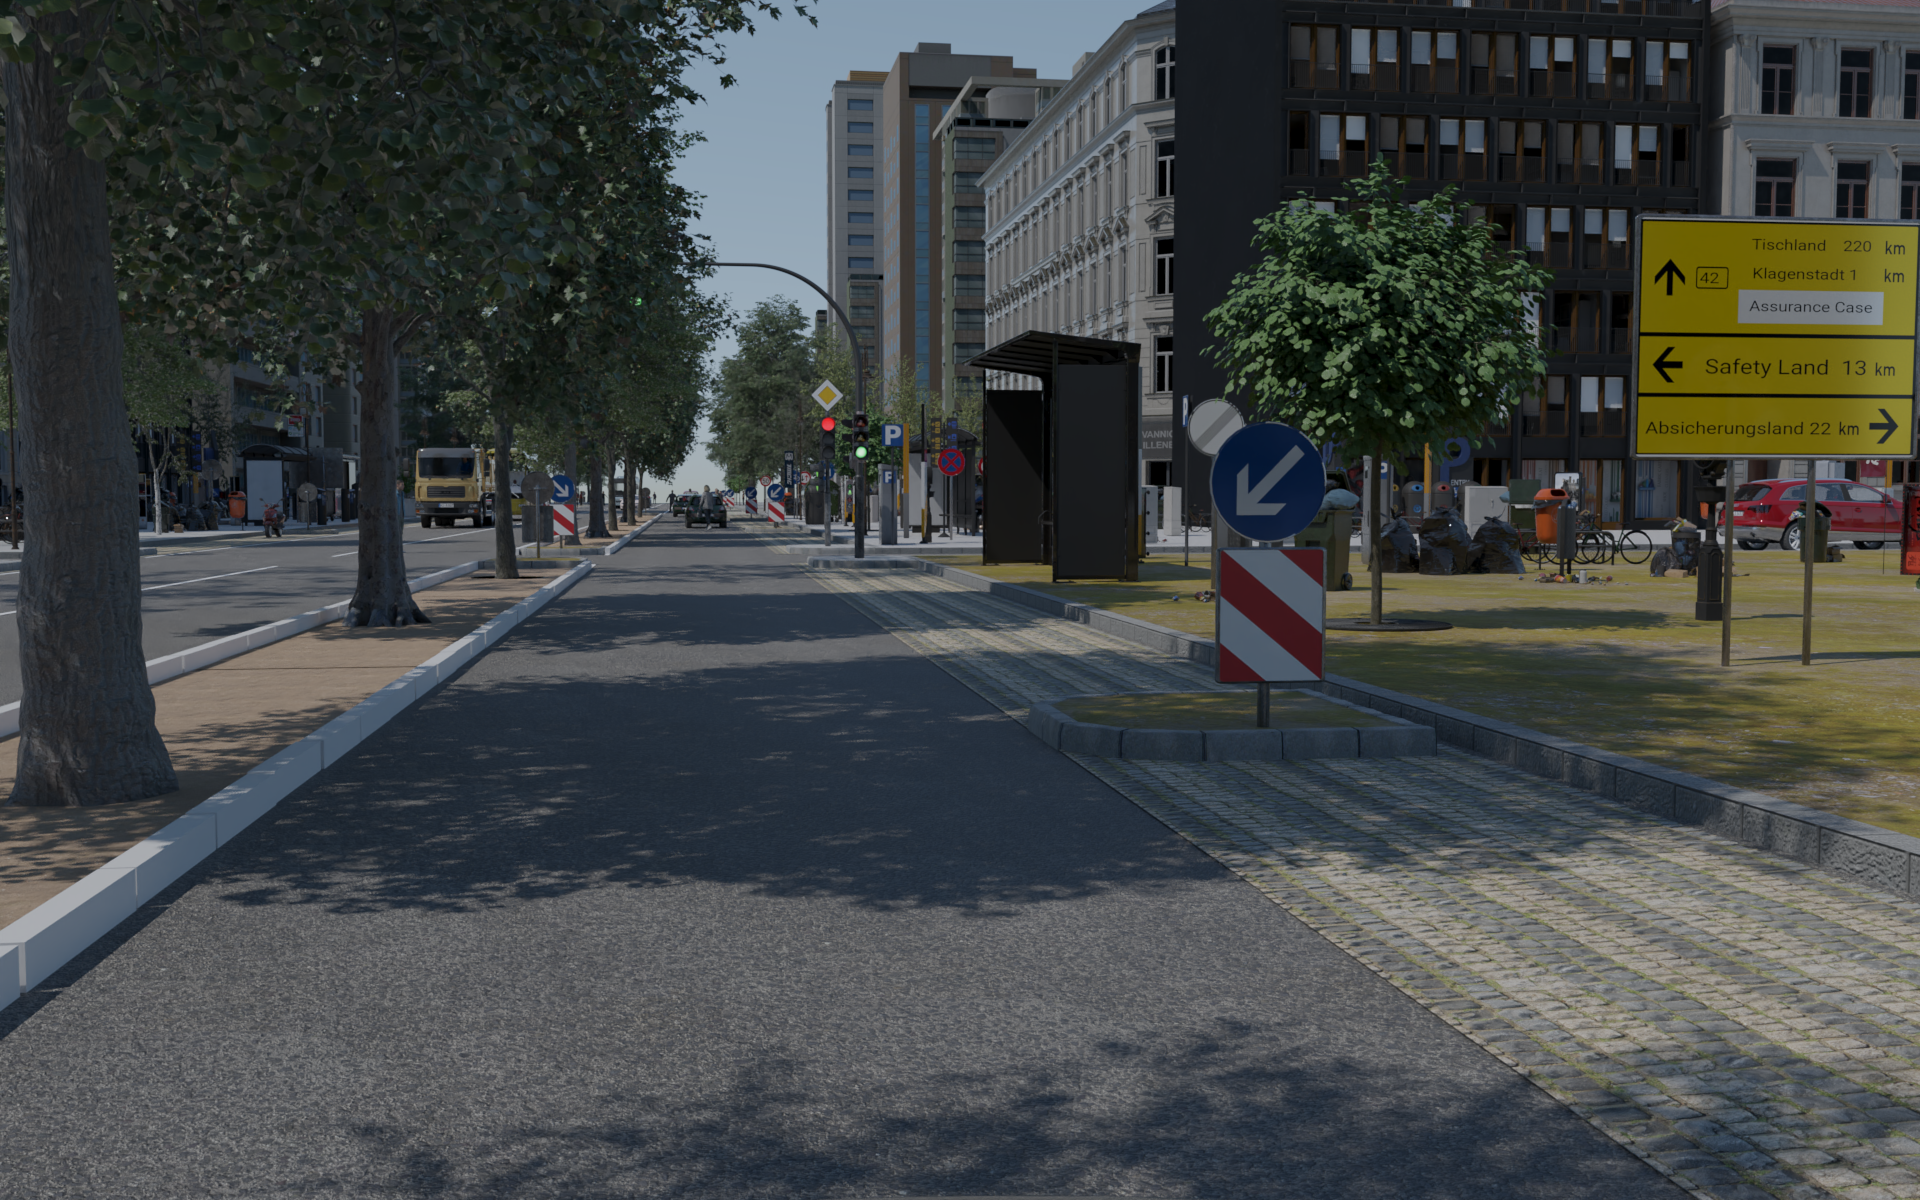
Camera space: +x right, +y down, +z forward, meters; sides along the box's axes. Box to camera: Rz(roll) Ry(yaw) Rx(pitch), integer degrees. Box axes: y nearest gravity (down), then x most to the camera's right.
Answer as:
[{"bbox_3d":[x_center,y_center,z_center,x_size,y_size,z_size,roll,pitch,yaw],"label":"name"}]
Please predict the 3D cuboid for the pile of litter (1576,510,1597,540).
[{"bbox_3d":[17.251,-2.121,48.646,1.719,0.858,1.176,-3,4,-38],"label":"pile of litter"}]

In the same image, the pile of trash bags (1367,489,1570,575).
[{"bbox_3d":[8.563,-1.147,28.504,3.447,1.369,1.912,-1,4,-21],"label":"pile of trash bags"}]

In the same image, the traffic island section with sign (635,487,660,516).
[{"bbox_3d":[-20.983,-6.566,115.497,2.006,1.907,1.989,-1,4,-9],"label":"traffic island section with sign"}]

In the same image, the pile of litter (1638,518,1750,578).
[{"bbox_3d":[11.537,-0.798,27.010,1.719,0.858,1.176,0,4,-3],"label":"pile of litter"}]

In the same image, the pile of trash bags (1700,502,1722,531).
[{"bbox_3d":[26.490,-3.003,58.844,3.447,1.369,1.912,-2,4,-24],"label":"pile of trash bags"}]

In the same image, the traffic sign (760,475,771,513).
[{"bbox_3d":[-13.192,-7.186,117.597,0.768,2.556,0.104,0,4,-7],"label":"traffic sign"}]

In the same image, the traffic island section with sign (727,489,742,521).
[{"bbox_3d":[-11.193,-5.085,91.769,1.989,1.847,2.006,-1,4,-9],"label":"traffic island section with sign"}]

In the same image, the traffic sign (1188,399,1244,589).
[{"bbox_3d":[3.424,-1.418,23.285,0.768,2.556,0.104,0,4,-4],"label":"traffic sign"}]

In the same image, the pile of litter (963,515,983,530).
[{"bbox_3d":[0.807,-2.949,62.173,1.176,0.858,1.719,-2,4,-24],"label":"pile of litter"}]

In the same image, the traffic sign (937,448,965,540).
[{"bbox_3d":[-0.244,-2.937,48.127,0.768,2.556,0.104,0,4,-2],"label":"traffic sign"}]

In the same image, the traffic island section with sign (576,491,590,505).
[{"bbox_3d":[-47.794,-12.921,219.888,1.989,1.847,2.006,-1,4,-9],"label":"traffic island section with sign"}]

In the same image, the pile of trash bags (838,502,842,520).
[{"bbox_3d":[-4.994,-4.653,85.834,1.912,1.369,3.447,-1,4,-11],"label":"pile of trash bags"}]

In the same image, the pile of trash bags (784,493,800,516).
[{"bbox_3d":[-9.583,-5.682,102.654,1.912,1.369,3.447,-2,4,-32],"label":"pile of trash bags"}]

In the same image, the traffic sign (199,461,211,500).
[{"bbox_3d":[-28.037,-3.950,64.685,0.768,2.556,0.104,0,4,0],"label":"traffic sign"}]

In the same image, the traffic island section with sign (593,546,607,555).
[{"bbox_3d":[-9.453,-2.025,41.245,2.006,1.907,1.989,-1,4,-9],"label":"traffic island section with sign"}]

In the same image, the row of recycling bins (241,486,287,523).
[{"bbox_3d":[-31.752,-4.400,79.046,1.069,1.692,3.534,0,4,4],"label":"row of recycling bins"}]

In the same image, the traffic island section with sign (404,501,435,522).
[{"bbox_3d":[-27.357,-4.865,88.176,1.989,1.847,2.006,-1,4,-9],"label":"traffic island section with sign"}]

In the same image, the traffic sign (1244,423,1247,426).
[{"bbox_3d":[4.755,-1.836,30.125,0.768,2.556,0.104,0,4,-7],"label":"traffic sign"}]

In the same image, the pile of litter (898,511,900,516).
[{"bbox_3d":[-3.304,-5.418,102.552,1.719,0.858,1.176,2,4,27],"label":"pile of litter"}]

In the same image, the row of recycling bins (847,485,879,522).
[{"bbox_3d":[-4.232,-4.513,80.898,1.069,1.692,3.534,2,4,28],"label":"row of recycling bins"}]

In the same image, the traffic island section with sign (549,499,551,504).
[{"bbox_3d":[-39.354,-9.595,165.502,1.989,1.847,2.006,-1,4,-9],"label":"traffic island section with sign"}]

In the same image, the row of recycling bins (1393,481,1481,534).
[{"bbox_3d":[15.072,-2.980,55.843,3.534,1.692,1.069,0,4,1],"label":"row of recycling bins"}]

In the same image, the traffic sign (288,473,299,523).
[{"bbox_3d":[-29.679,-4.737,77.552,0.768,2.556,0.104,0,4,-1],"label":"traffic sign"}]

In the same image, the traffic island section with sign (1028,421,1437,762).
[{"bbox_3d":[1.462,-0.096,10.196,1.989,1.847,2.006,-1,4,-9],"label":"traffic island section with sign"}]

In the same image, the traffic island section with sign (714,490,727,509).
[{"bbox_3d":[-18.747,-8.059,140.385,1.989,1.847,2.006,-1,4,-9],"label":"traffic island section with sign"}]

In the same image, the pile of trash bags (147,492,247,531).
[{"bbox_3d":[-26.522,-3.116,60.699,3.447,1.369,1.912,1,4,14],"label":"pile of trash bags"}]

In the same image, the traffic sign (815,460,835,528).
[{"bbox_3d":[-5.104,-4.001,65.514,0.768,2.556,0.104,0,4,-6],"label":"traffic sign"}]

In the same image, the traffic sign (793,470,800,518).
[{"bbox_3d":[-8.790,-5.611,91.840,0.768,2.556,0.104,0,4,-8],"label":"traffic sign"}]

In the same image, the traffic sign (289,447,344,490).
[{"bbox_3d":[-28.146,-5.007,75.733,2.265,3.308,0.079,-1,4,-8],"label":"traffic sign"}]

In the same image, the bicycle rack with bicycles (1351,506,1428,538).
[{"bbox_3d":[12.260,-2.294,50.882,2.925,0.926,2.852,3,5,43],"label":"bicycle rack with bicycles"}]

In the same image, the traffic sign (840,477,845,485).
[{"bbox_3d":[-6.737,-6.348,103.797,0.884,2.594,0.081,0,4,-5],"label":"traffic sign"}]

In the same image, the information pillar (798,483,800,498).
[{"bbox_3d":[-10.786,-6.876,116.912,0.304,2.012,0.304,-1,4,-16],"label":"information pillar"}]

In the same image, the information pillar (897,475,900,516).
[{"bbox_3d":[-3.572,-6.602,99.296,0.183,3.616,0.504,-1,4,-20],"label":"information pillar"}]

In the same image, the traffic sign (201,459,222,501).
[{"bbox_3d":[-27.417,-3.875,63.468,0.768,2.556,0.104,0,4,-7],"label":"traffic sign"}]

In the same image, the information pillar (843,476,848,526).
[{"bbox_3d":[-4.501,-4.720,68.530,0.183,3.616,0.504,-1,4,-10],"label":"information pillar"}]

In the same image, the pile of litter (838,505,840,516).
[{"bbox_3d":[-5.844,-4.685,90.566,1.176,0.858,1.719,1,4,15],"label":"pile of litter"}]

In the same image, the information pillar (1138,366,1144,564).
[{"bbox_3d":[3.177,-2.489,32.044,0.183,3.616,0.504,-3,5,-40],"label":"information pillar"}]

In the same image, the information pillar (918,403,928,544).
[{"bbox_3d":[-0.932,-3.277,44.941,0.183,3.616,0.504,0,4,6],"label":"information pillar"}]

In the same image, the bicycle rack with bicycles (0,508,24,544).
[{"bbox_3d":[-24.849,-1.910,44.605,2.925,0.926,2.852,-1,4,-14],"label":"bicycle rack with bicycles"}]

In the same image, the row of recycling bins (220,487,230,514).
[{"bbox_3d":[-41.169,-5.488,96.840,3.534,1.692,1.069,-2,4,-35],"label":"row of recycling bins"}]

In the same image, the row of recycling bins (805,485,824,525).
[{"bbox_3d":[-6.116,-4.084,73.887,1.069,1.692,3.534,0,4,-5],"label":"row of recycling bins"}]

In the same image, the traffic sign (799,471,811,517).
[{"bbox_3d":[-8.628,-5.878,96.206,0.768,2.556,0.104,0,4,-2],"label":"traffic sign"}]

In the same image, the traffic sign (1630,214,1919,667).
[{"bbox_3d":[6.017,-1.159,12.821,2.265,3.308,0.079,0,4,-7],"label":"traffic sign"}]

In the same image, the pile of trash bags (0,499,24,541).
[{"bbox_3d":[-25.999,-2.391,48.844,1.912,1.369,3.447,2,4,32],"label":"pile of trash bags"}]

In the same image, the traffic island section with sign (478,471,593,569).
[{"bbox_3d":[-8.327,-1.577,33.924,2.006,1.907,1.989,-1,4,-9],"label":"traffic island section with sign"}]

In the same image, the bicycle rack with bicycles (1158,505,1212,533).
[{"bbox_3d":[7.664,-2.735,58.095,2.852,0.926,2.925,-2,4,-32],"label":"bicycle rack with bicycles"}]

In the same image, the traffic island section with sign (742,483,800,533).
[{"bbox_3d":[-7.046,-3.446,64.969,1.989,1.847,2.006,-1,4,-9],"label":"traffic island section with sign"}]

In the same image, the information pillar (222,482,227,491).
[{"bbox_3d":[-46.237,-6.396,109.061,0.304,2.012,0.304,2,4,25],"label":"information pillar"}]

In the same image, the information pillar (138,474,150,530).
[{"bbox_3d":[-29.656,-3.560,62.694,0.304,2.012,0.304,3,5,44],"label":"information pillar"}]

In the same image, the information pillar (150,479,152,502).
[{"bbox_3d":[-39.256,-4.842,83.661,0.304,2.012,0.304,-3,5,-43],"label":"information pillar"}]

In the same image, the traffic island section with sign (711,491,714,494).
[{"bbox_3d":[-23.022,-9.749,168.017,1.989,1.847,2.006,-1,4,-9],"label":"traffic island section with sign"}]

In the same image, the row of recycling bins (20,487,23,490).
[{"bbox_3d":[-41.334,-4.321,77.759,1.069,1.692,3.534,-1,4,-11],"label":"row of recycling bins"}]

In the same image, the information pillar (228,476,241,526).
[{"bbox_3d":[-29.482,-4.035,70.469,0.304,2.012,0.304,2,4,30],"label":"information pillar"}]

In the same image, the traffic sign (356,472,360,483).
[{"bbox_3d":[-33.741,-5.982,97.919,0.768,2.556,0.104,0,4,-4],"label":"traffic sign"}]

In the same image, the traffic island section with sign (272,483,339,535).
[{"bbox_3d":[-23.222,-3.236,61.539,1.989,1.847,2.006,-1,4,-9],"label":"traffic island section with sign"}]

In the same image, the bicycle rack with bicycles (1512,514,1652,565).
[{"bbox_3d":[11.257,-1.143,32.067,2.925,0.926,2.852,1,4,16],"label":"bicycle rack with bicycles"}]

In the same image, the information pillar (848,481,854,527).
[{"bbox_3d":[-4.081,-4.639,67.204,0.183,3.616,0.504,1,4,11],"label":"information pillar"}]

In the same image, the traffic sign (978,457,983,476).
[{"bbox_3d":[0.965,-3.433,56.236,0.768,2.556,0.104,0,4,1],"label":"traffic sign"}]
